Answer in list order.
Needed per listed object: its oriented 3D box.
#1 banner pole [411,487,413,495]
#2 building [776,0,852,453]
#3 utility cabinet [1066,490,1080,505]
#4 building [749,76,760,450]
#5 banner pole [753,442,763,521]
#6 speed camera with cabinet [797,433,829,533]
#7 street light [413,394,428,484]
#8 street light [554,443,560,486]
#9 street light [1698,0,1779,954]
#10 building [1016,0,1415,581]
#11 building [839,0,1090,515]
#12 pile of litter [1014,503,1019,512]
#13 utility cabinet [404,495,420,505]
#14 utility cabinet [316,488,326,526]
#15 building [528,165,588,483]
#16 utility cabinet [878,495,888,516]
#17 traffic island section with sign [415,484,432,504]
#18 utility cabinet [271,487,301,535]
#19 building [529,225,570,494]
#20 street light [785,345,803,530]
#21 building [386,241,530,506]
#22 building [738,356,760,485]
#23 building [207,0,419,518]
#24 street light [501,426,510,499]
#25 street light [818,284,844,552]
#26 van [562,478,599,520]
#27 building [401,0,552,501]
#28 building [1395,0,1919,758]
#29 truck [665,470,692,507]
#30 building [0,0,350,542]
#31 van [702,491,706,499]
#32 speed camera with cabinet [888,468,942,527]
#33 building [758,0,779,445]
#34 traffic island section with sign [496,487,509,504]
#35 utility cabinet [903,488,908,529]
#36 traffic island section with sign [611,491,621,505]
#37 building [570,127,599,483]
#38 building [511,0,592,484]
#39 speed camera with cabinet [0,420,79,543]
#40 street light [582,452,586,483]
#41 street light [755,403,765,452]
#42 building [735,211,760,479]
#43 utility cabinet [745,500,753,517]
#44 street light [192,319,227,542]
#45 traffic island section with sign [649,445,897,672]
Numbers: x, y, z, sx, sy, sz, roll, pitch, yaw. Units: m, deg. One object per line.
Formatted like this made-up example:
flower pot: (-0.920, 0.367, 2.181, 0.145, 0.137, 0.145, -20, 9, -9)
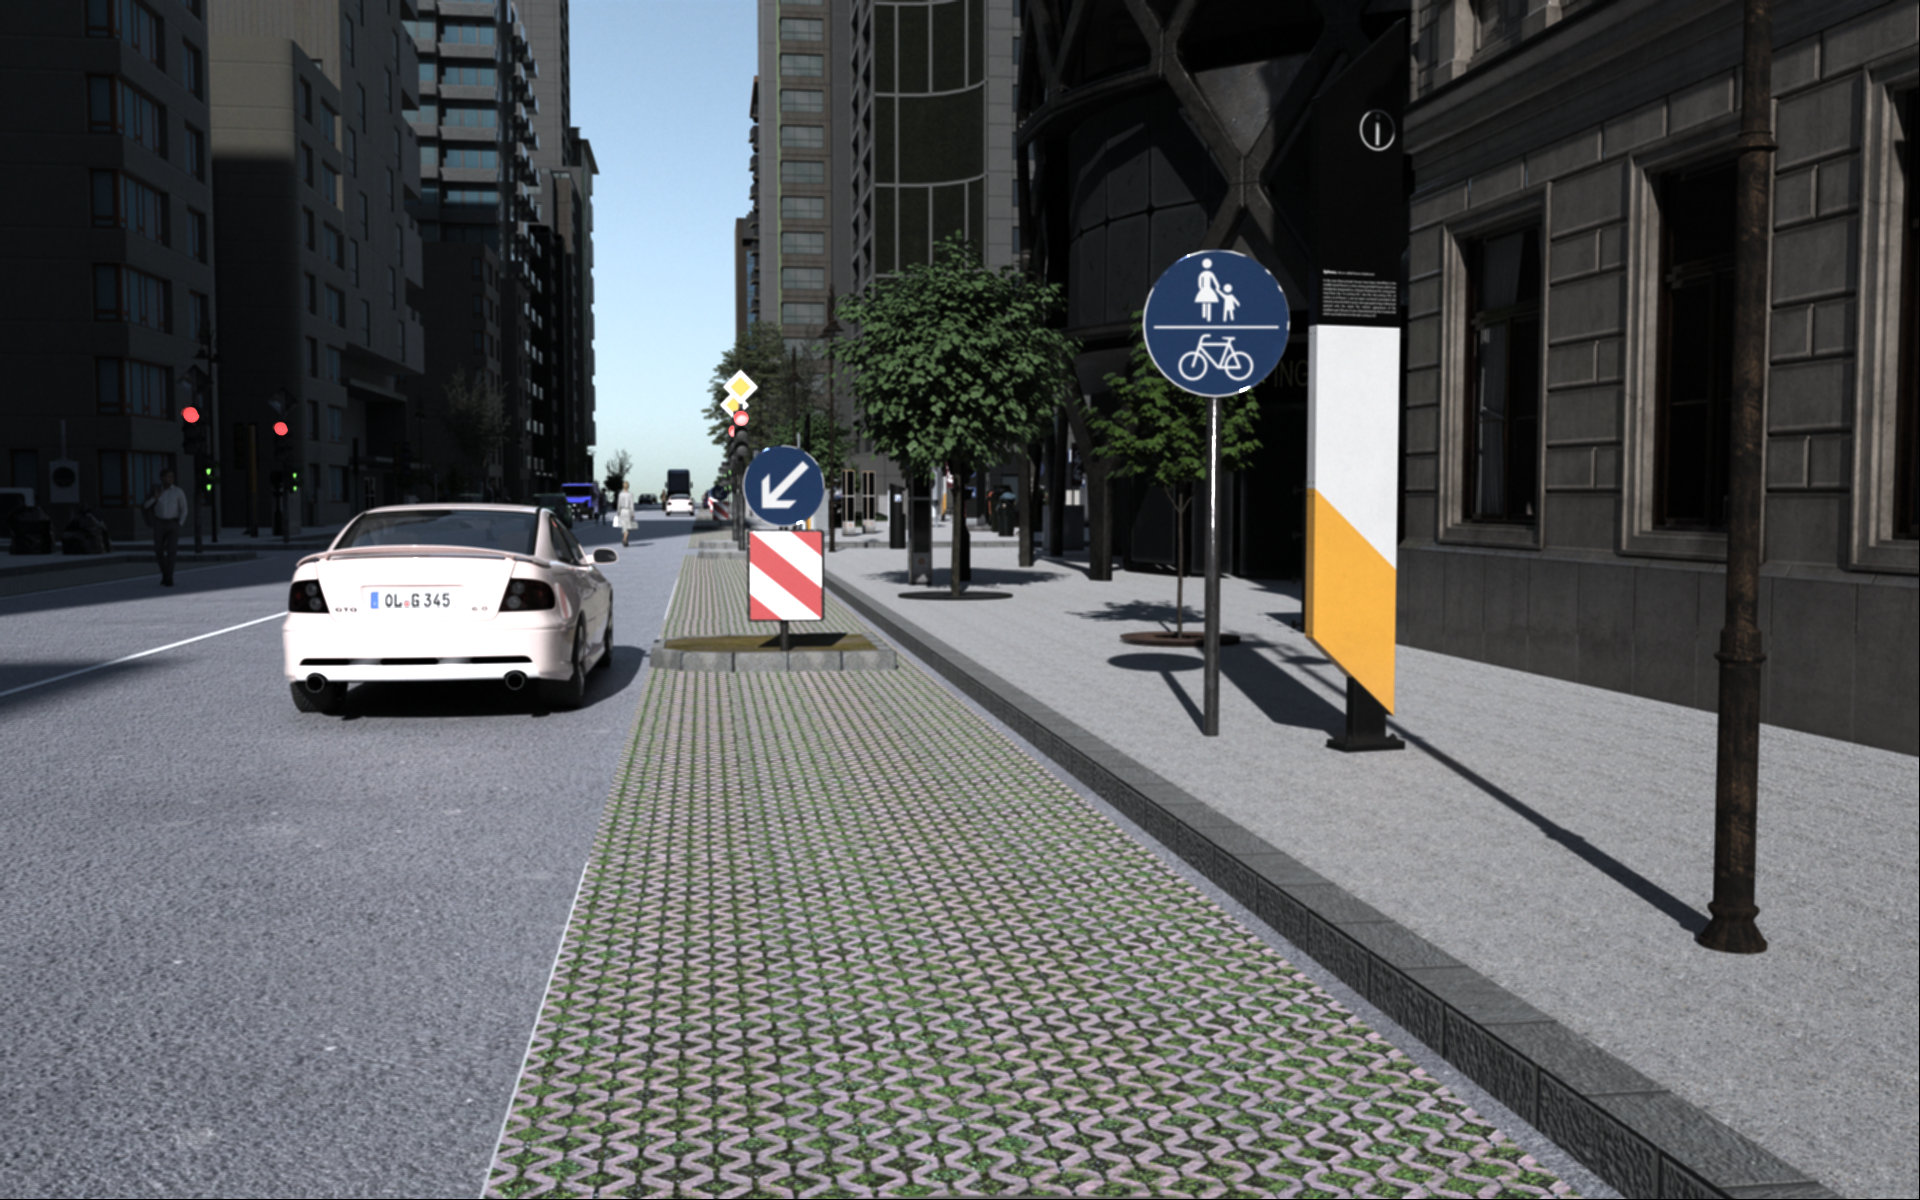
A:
banner pole: (-36.394, -7.613, 114.493, 0.863, 3.779, 0.401, 1, 4, 23)
building: (-6.930, -27.443, 132.292, 14.154, 41.232, 14.086, -1, 4, -8)
utility cabinet: (6.537, -5.402, 97.001, 1.173, 1.500, 0.318, 1, 4, 13)
building: (-10.787, -32.252, 181.945, 22.147, 44.769, 28.867, -1, 4, -8)
banner pole: (-9.652, -5.689, 83.029, 0.401, 3.779, 0.863, 3, 4, 37)
speed camera with cabinet: (-5.076, -3.826, 56.895, 0.660, 3.252, 2.038, 2, 4, 27)
street light: (-24.944, -6.567, 80.163, 0.468, 5.910, 1.993, -1, 4, -8)
street light: (-36.120, -11.178, 155.547, 0.468, 5.910, 1.993, -1, 4, -8)
street light: (2.194, -1.954, 4.740, 0.468, 5.910, 1.993, -1, 4, -8)
building: (9.200, -9.958, 30.258, 16.820, 18.784, 16.811, -1, 4, -8)
building: (1.892, -41.064, 109.645, 20.563, 71.187, 20.611, -1, 4, -8)
pile of litter: (2.803, -5.073, 96.909, 1.719, 0.858, 1.176, -1, 4, -14)
utility cabinet: (-27.403, -4.615, 86.621, 0.306, 1.237, 1.020, 1, 4, 13)
utility cabinet: (-25.076, -3.629, 68.008, 0.318, 1.500, 1.173, -1, 4, -22)
building: (-52.788, -32.154, 209.305, 14.154, 41.232, 14.086, -1, 4, -8)
utility cabinet: (-4.005, -5.117, 94.817, 1.020, 1.237, 0.306, 3, 5, 42)
traffic island section with sign: (-21.054, -3.629, 67.956, 1.989, 1.847, 2.006, -1, 4, -8)
utility cabinet: (-20.924, -2.761, 53.825, 0.318, 1.500, 1.173, 1, 4, 9)
building: (-49.402, -25.218, 184.022, 14.160, 30.474, 14.107, -1, 4, -8)
street light: (-5.159, -4.963, 53.938, 0.468, 5.910, 1.993, -1, 4, -8)
building: (-48.385, -17.524, 131.561, 27.650, 21.520, 28.899, -1, 4, -8)
building: (-15.225, -23.502, 229.299, 27.650, 21.520, 28.899, -1, 4, -8)
building: (-44.707, -30.820, 93.153, 28.713, 52.752, 27.495, -1, 4, -8)
street light: (-29.833, -8.617, 113.675, 0.468, 5.910, 1.993, -1, 4, -8)
street light: (-2.835, -4.003, 38.231, 0.468, 5.910, 1.993, -1, 4, -8)
van: (-21.387, -5.678, 97.227, 2.240, 2.365, 5.245, 0, 4, -7)
building: (-51.049, -33.096, 160.732, 23.786, 49.044, 30.456, -1, 4, -8)
building: (9.669, -8.660, 6.222, 10.561, 19.102, 19.286, -1, 4, -8)
truck: (-29.968, -11.888, 184.132, 2.967, 4.110, 18.799, -1, 4, -9)
building: (-38.167, -13.059, 58.550, 27.650, 21.520, 28.899, -1, 4, -8)
van: (-32.400, -13.280, 224.133, 2.013, 2.044, 4.112, -1, 4, -8)
speed camera with cabinet: (-1.739, -4.416, 66.545, 2.038, 3.252, 0.660, 1, 4, 20)
building: (-7.230, -37.374, 153.058, 21.231, 58.520, 28.212, -1, 4, -8)
traffic island section with sign: (-25.021, -5.271, 94.809, 1.989, 1.847, 2.006, -1, 4, -8)
utility cabinet: (-1.802, -3.294, 62.536, 0.318, 1.500, 1.173, -1, 4, -15)
traffic island section with sign: (-44.263, -13.228, 224.902, 1.989, 1.847, 2.006, -1, 4, -8)
building: (-67.213, -40.443, 250.488, 28.713, 52.752, 27.495, -1, 4, -8)
building: (-59.107, -48.159, 225.656, 20.563, 71.187, 20.611, -1, 4, -8)
speed camera with cabinet: (-24.414, -3.143, 45.723, 2.038, 3.252, 0.660, -2, 4, -25)
street light: (-41.023, -13.243, 189.308, 0.468, 5.910, 1.993, -1, 4, -8)
street light: (-10.056, -7.013, 87.448, 0.468, 5.910, 1.993, -1, 4, -8)
building: (-28.296, -38.116, 273.304, 14.600, 45.320, 14.200, -1, 4, -8)
utility cabinet: (-11.954, -5.312, 98.014, 0.306, 1.237, 1.020, 0, 4, 2)
street light: (-19.806, -4.468, 45.837, 0.468, 5.910, 1.993, -1, 4, -8)
traffic island section with sign: (-1.640, -0.378, 14.805, 1.989, 1.847, 2.006, -1, 4, -8)
